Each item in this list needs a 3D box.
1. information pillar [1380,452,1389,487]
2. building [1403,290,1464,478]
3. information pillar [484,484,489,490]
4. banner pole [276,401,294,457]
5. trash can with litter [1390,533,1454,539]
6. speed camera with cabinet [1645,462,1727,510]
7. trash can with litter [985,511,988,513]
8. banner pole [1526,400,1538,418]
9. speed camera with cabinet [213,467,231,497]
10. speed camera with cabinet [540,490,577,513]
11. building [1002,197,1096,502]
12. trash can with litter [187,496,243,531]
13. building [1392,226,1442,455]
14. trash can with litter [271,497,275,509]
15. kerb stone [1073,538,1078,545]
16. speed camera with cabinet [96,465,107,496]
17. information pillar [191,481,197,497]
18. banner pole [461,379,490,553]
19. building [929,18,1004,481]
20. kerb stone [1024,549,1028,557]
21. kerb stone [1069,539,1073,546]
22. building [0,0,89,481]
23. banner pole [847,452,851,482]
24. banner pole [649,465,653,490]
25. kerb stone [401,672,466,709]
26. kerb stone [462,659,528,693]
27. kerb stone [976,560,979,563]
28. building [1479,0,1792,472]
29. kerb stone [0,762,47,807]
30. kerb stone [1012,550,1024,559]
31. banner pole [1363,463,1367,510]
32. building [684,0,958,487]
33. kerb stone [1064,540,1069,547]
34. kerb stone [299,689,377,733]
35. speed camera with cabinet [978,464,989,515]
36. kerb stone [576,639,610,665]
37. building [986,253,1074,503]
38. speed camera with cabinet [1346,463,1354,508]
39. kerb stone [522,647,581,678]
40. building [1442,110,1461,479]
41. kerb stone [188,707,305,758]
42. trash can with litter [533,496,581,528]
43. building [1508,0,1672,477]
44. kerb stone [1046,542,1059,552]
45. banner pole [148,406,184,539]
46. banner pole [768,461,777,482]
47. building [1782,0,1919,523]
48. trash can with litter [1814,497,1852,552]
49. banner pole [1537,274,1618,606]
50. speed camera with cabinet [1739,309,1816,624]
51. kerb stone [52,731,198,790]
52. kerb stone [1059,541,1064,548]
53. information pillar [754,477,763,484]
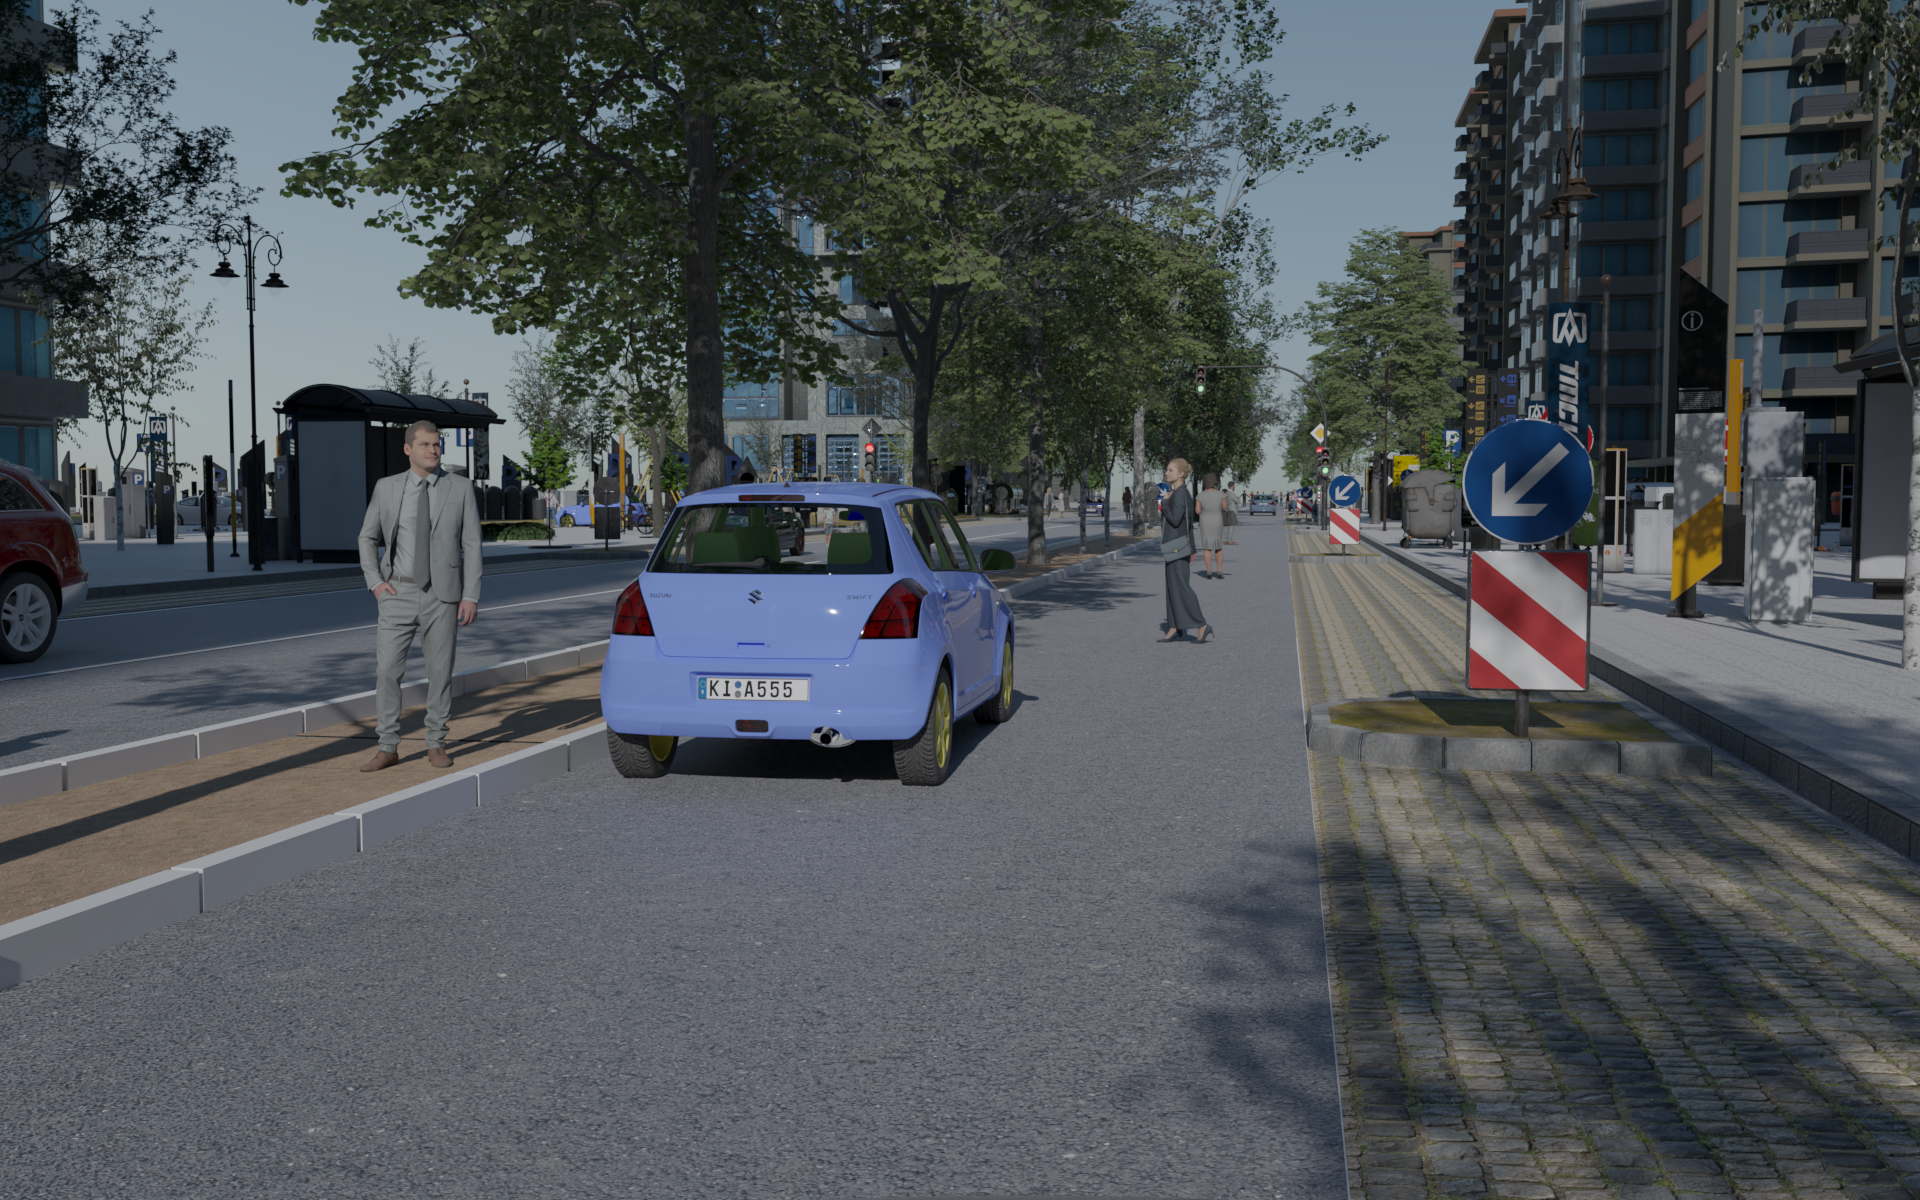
[{"bbox_3d":[23.181,-6.326,94.787,0.504,3.616,0.183,0,4,-2],"label":"information pillar"},{"bbox_3d":[73.467,-29.815,259.169,14.160,30.474,14.107,1,4,11],"label":"building"},{"bbox_3d":[-35.314,-7.624,129.149,0.304,2.012,0.304,-2,4,-28],"label":"information pillar"},{"bbox_3d":[-18.078,-3.464,46.656,0.863,3.779,0.401,-2,4,-29],"label":"banner pole"},{"bbox_3d":[13.616,-2.359,49.620,2.233,1.210,1.678,3,5,41],"label":"trash can with litter"},{"bbox_3d":[17.484,-2.884,41.482,2.038,3.252,0.660,-1,4,-10],"label":"speed camera with cabinet"},{"bbox_3d":[2.082,-6.531,117.836,1.678,1.210,2.233,-1,4,-15],"label":"trash can with litter"},{"bbox_3d":[13.681,-3.097,40.650,0.863,3.779,0.401,1,4,16],"label":"banner pole"},{"bbox_3d":[-55.350,-8.263,129.430,0.660,3.252,2.038,1,4,20],"label":"speed camera with cabinet"},{"bbox_3d":[-20.102,-5.651,86.725,0.660,3.252,2.038,2,4,30],"label":"speed camera with cabinet"},{"bbox_3d":[10.315,-45.326,283.077,21.231,58.520,28.212,1,4,11],"label":"building"},{"bbox_3d":[-26.064,-3.016,60.374,1.678,1.210,2.233,0,4,-2],"label":"trash can with litter"},{"bbox_3d":[81.573,-38.243,279.902,22.147,44.769,28.867,1,4,11],"label":"building"},{"bbox_3d":[-26.808,-3.379,66.299,2.233,1.210,1.678,-3,5,-40],"label":"trash can with litter"},{"bbox_3d":[3.081,-1.588,48.160,0.120,0.150,1.000,1,4,11],"label":"kerb stone"},{"bbox_3d":[-58.834,-7.624,118.988,0.660,3.252,2.038,1,4,22],"label":"speed camera with cabinet"},{"bbox_3d":[-43.914,-5.802,99.349,0.304,2.012,0.304,-2,4,-24],"label":"information pillar"},{"bbox_3d":[-10.529,-2.914,37.656,0.863,3.779,0.401,2,4,28],"label":"banner pole"},{"bbox_3d":[-10.374,-37.062,195.206,28.713,52.752,27.495,1,4,11],"label":"building"},{"bbox_3d":[1.394,-1.033,39.089,0.120,0.150,1.000,1,4,11],"label":"kerb stone"},{"bbox_3d":[2.894,-1.526,47.148,0.120,0.150,1.000,1,4,11],"label":"kerb stone"},{"bbox_3d":[-42.105,-26.021,45.057,30.456,49.044,23.786,1,4,11],"label":"building"},{"bbox_3d":[-6.543,-6.856,102.116,0.401,3.779,0.863,1,4,9],"label":"banner pole"},{"bbox_3d":[-22.991,-8.560,129.972,0.401,3.779,0.863,3,5,44],"label":"banner pole"},{"bbox_3d":[-3.682,0.633,11.839,0.120,0.150,1.000,1,4,11],"label":"kerb stone"},{"bbox_3d":[-3.498,0.576,12.845,0.120,0.150,1.000,1,4,11],"label":"kerb stone"},{"bbox_3d":[0.453,-0.724,34.055,0.120,0.150,1.000,1,4,11],"label":"kerb stone"},{"bbox_3d":[57.746,-30.607,155.050,22.147,44.769,28.867,1,4,11],"label":"building"},{"bbox_3d":[-4.441,0.881,7.794,0.120,0.150,1.000,1,4,11],"label":"kerb stone"},{"bbox_3d":[1.212,-0.972,38.083,0.120,0.150,1.000,1,4,11],"label":"kerb stone"},{"bbox_3d":[32.904,-9.211,140.608,0.401,3.779,0.863,1,4,23],"label":"banner pole"},{"bbox_3d":[-11.983,-52.101,164.517,22.319,86.520,31.000,1,4,11],"label":"building"},{"bbox_3d":[2.706,-1.464,46.137,0.120,0.150,1.000,1,4,11],"label":"kerb stone"},{"bbox_3d":[-3.870,0.697,10.826,0.120,0.150,1.000,1,4,11],"label":"kerb stone"},{"bbox_3d":[1.331,-6.990,108.623,0.660,3.252,2.038,1,4,13],"label":"speed camera with cabinet"},{"bbox_3d":[-3.123,0.449,14.860,0.120,0.150,1.000,1,4,11],"label":"kerb stone"},{"bbox_3d":[0.240,-34.687,259.006,32.217,40.220,23.993,1,4,11],"label":"building"},{"bbox_3d":[24.627,-7.063,109.818,0.660,3.252,2.038,1,4,18],"label":"speed camera with cabinet"},{"bbox_3d":[-3.308,0.515,13.855,0.120,0.150,1.000,1,4,11],"label":"kerb stone"},{"bbox_3d":[63.969,-32.329,183.203,22.147,44.769,28.867,1,4,11],"label":"building"},{"bbox_3d":[-4.060,0.759,9.816,0.120,0.150,1.000,1,4,11],"label":"kerb stone"},{"bbox_3d":[-15.556,-3.344,65.731,2.233,1.210,1.678,-1,4,-9],"label":"trash can with litter"},{"bbox_3d":[51.476,-30.734,122.113,23.786,49.044,30.456,1,4,11],"label":"building"},{"bbox_3d":[2.334,-1.340,44.126,0.120,0.150,1.000,1,4,11],"label":"kerb stone"},{"bbox_3d":[-22.582,-3.623,49.249,0.863,3.779,0.401,-1,4,-23],"label":"banner pole"},{"bbox_3d":[-14.124,-8.570,130.131,0.863,3.779,0.401,-1,4,-13],"label":"banner pole"},{"bbox_3d":[48.438,-26.234,83.553,28.867,44.769,22.147,1,4,11],"label":"building"},{"bbox_3d":[19.314,-1.731,39.359,1.678,1.210,2.233,0,4,0],"label":"trash can with litter"},{"bbox_3d":[7.142,-1.827,19.883,0.863,3.779,0.401,1,4,8],"label":"banner pole"},{"bbox_3d":[8.489,-1.446,17.973,0.660,3.252,2.038,1,4,22],"label":"speed camera with cabinet"},{"bbox_3d":[-4.254,0.821,8.812,0.120,0.150,1.000,1,4,11],"label":"kerb stone"},{"bbox_3d":[2.512,-1.402,45.133,0.120,0.150,1.000,1,4,11],"label":"kerb stone"},{"bbox_3d":[-8.534,-4.216,73.423,0.304,2.012,0.304,3,5,44],"label":"information pillar"}]
